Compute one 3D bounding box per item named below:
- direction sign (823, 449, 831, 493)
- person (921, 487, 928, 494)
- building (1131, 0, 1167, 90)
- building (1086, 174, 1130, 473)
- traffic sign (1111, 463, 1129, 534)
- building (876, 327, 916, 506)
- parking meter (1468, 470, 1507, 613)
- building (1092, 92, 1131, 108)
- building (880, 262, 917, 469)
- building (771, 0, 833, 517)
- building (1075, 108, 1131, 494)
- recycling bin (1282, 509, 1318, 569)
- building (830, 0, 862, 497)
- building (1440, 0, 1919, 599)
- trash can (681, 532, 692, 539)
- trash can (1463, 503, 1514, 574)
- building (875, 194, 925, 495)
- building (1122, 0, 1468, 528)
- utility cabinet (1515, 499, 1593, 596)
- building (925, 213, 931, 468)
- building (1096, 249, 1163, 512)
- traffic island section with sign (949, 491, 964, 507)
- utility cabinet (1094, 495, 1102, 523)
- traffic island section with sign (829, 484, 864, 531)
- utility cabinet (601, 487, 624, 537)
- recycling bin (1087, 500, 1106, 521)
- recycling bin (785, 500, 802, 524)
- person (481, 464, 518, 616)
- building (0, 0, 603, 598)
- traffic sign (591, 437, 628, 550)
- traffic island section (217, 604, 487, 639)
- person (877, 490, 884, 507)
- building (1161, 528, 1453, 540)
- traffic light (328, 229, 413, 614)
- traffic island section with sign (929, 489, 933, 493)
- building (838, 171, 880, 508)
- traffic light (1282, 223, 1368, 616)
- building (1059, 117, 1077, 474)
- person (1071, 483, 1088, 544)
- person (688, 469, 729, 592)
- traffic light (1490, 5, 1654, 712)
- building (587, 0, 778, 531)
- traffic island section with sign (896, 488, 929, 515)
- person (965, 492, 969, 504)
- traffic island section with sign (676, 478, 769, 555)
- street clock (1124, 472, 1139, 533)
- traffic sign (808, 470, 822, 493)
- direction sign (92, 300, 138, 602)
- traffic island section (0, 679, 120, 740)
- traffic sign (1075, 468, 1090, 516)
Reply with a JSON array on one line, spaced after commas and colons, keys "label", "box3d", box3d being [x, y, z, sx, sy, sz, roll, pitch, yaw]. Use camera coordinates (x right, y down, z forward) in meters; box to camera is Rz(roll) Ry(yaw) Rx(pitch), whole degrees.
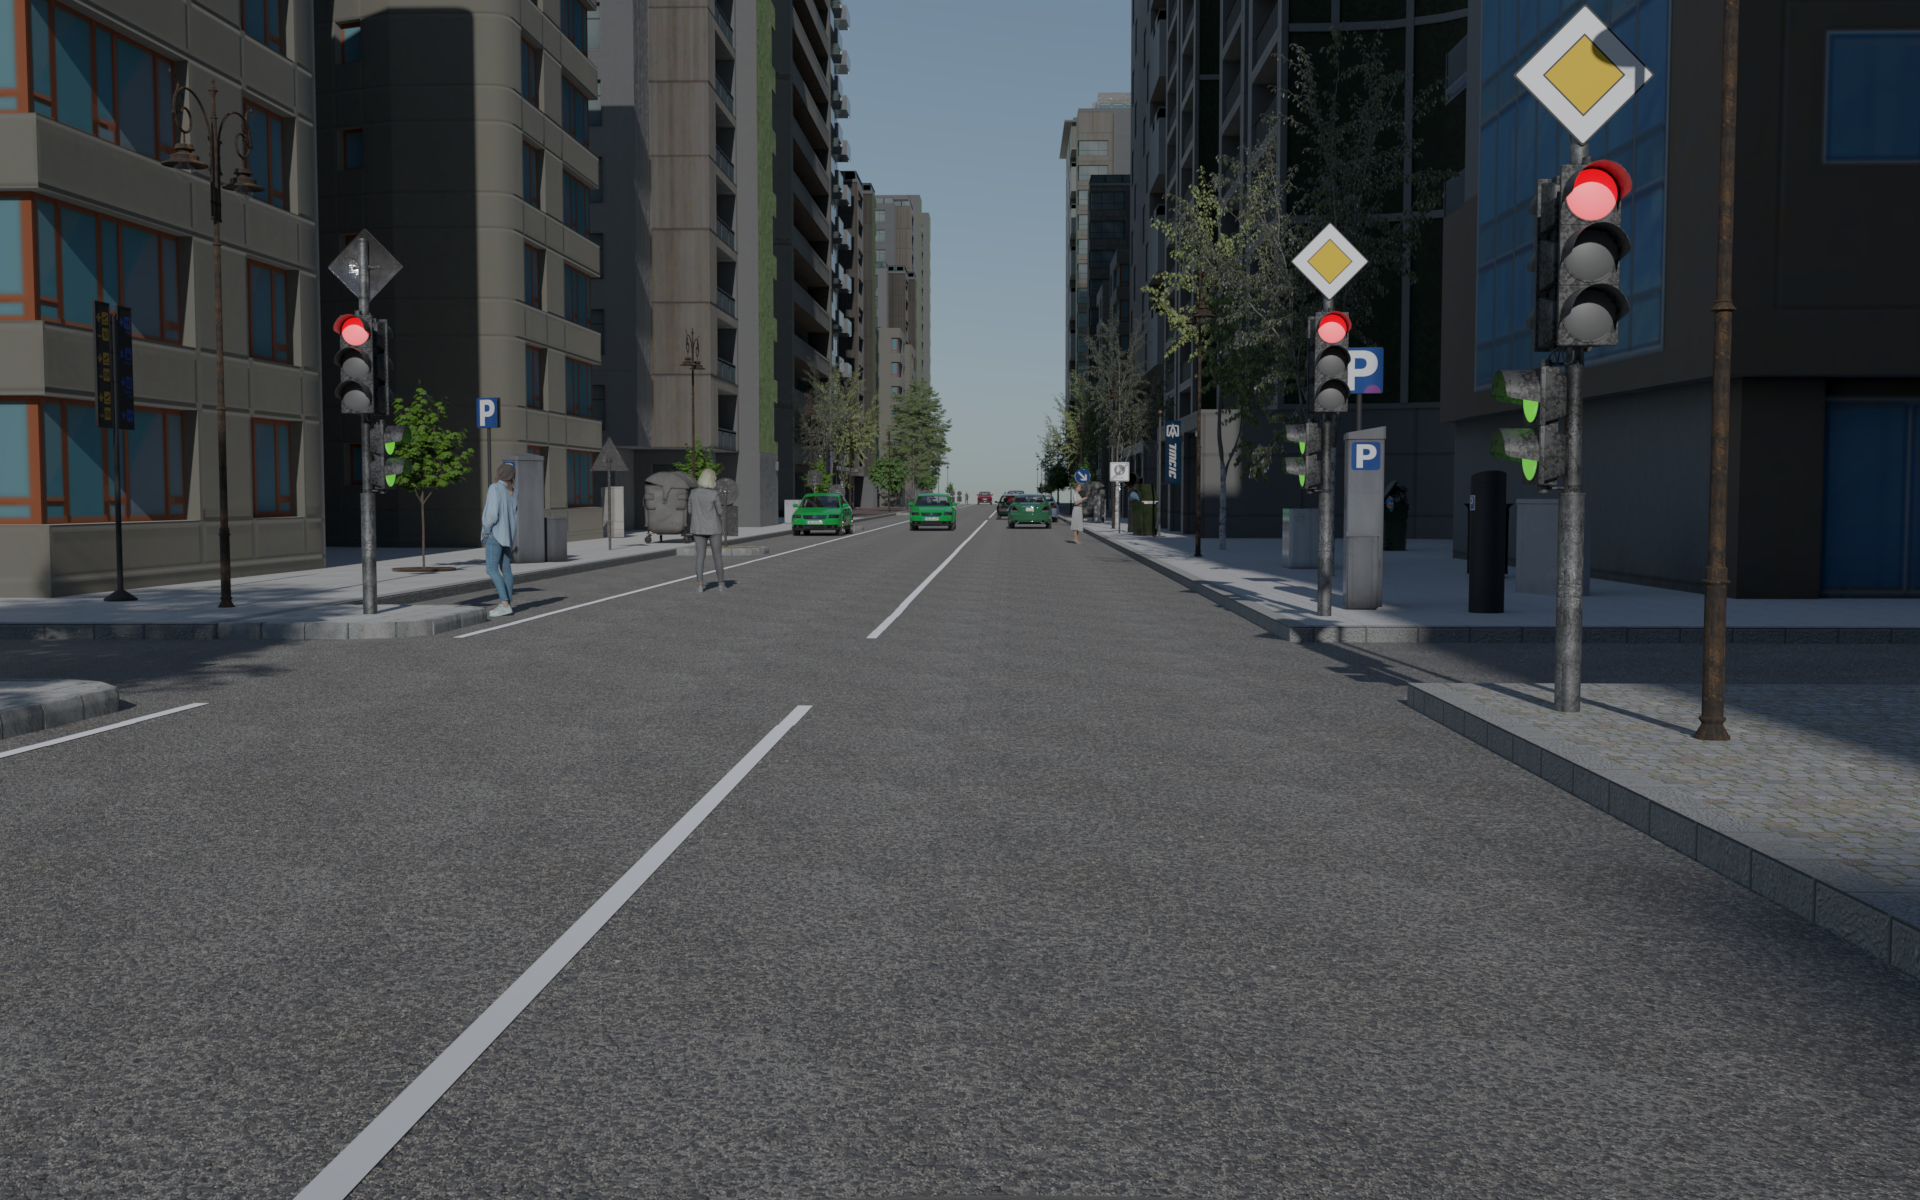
[{"label": "direction sign", "box3d": [-6.728, -5.847, 87.593, 0.379, 3.537, 0.876, 1, 4, 18]}, {"label": "person", "box3d": [-1.685, -4.528, 82.874, 0.623, 1.781, 0.721, -2, 4, -27]}, {"label": "building", "box3d": [24.869, -31.682, 107.241, 28.713, 52.752, 27.495, 0, 4, 2]}, {"label": "building", "box3d": [18.592, -23.682, 158.898, 14.160, 30.474, 14.107, 0, 4, 2]}, {"label": "traffic sign", "box3d": [5.141, -3.284, 55.827, 0.606, 2.300, 0.079, 0, 4, 8]}, {"label": "building", "box3d": [-19.614, -21.415, 195.181, 27.650, 21.520, 28.899, 0, 4, 2]}, {"label": "parking meter", "box3d": [5.705, -0.631, 18.734, 0.372, 1.533, 0.369, 0, 3, 0]}, {"label": "building", "box3d": [25.490, -36.047, 208.980, 23.786, 49.044, 30.456, 0, 4, 2]}, {"label": "building", "box3d": [-12.775, -27.198, 216.394, 14.160, 30.474, 14.107, 0, 4, 2]}, {"label": "building", "box3d": [-19.535, -29.434, 104.948, 21.300, 48.544, 21.600, 0, 4, 2]}, {"label": "building", "box3d": [19.432, -30.771, 186.702, 14.154, 41.232, 14.086, 0, 4, 2]}, {"label": "recycling bin", "box3d": [6.007, -1.068, 30.013, 0.722, 1.027, 0.722, 0, 4, 0]}, {"label": "building", "box3d": [-20.127, -31.323, 131.747, 23.786, 49.044, 30.456, 0, 4, 2]}, {"label": "building", "box3d": [16.374, -22.996, 26.103, 14.200, 45.320, 14.600, 0, 4, 2]}, {"label": "trash can", "box3d": [-7.768, -2.350, 50.078, 0.748, 1.137, 0.748, 0, 3, 0]}, {"label": "trash can", "box3d": [8.095, -0.912, 26.560, 0.748, 1.137, 0.748, 0, 3, 0]}, {"label": "building", "box3d": [-12.421, -33.437, 230.285, 14.154, 41.232, 14.086, 0, 4, 2]}, {"label": "building", "box3d": [18.683, -39.325, 81.209, 20.563, 71.187, 20.611, 0, 4, 2]}, {"label": "utility cabinet", "box3d": [7.598, -0.674, 22.182, 0.306, 1.237, 1.020, -2, 4, -26]}, {"label": "building", "box3d": [-11.468, -34.324, 244.790, 14.154, 41.232, 14.086, 0, 4, 2]}, {"label": "building", "box3d": [25.287, -17.817, 136.339, 27.650, 21.520, 28.899, 0, 4, 2]}, {"label": "traffic island section with sign", "box3d": [-0.816, -11.739, 200.562, 1.989, 1.847, 2.006, 0, 4, 2]}, {"label": "utility cabinet", "box3d": [6.116, -4.014, 76.792, 0.306, 1.237, 1.020, 1, 4, 10]}, {"label": "traffic island section with sign", "box3d": [-4.825, -3.655, 68.380, 1.989, 1.847, 2.006, 0, 4, 2]}, {"label": "utility cabinet", "box3d": [-10.243, -2.587, 50.972, 0.318, 1.500, 1.173, -2, 4, -30]}, {"label": "recycling bin", "box3d": [6.509, -4.286, 82.636, 0.722, 1.027, 0.722, -1, 4, -15]}, {"label": "recycling bin", "box3d": [-6.993, -3.747, 73.824, 0.722, 1.027, 0.722, 2, 4, 32]}, {"label": "person", "box3d": [-5.431, -0.720, 20.539, 0.793, 1.790, 0.793, -1, 4, -16]}, {"label": "building", "box3d": [-24.597, -11.652, 35.557, 27.650, 21.520, 28.899, 0, 4, 2]}, {"label": "traffic sign", "box3d": [-7.998, -2.416, 39.512, 0.884, 2.594, 0.081, 0, 4, 6]}, {"label": "traffic island section", "box3d": [-6.331, 0.229, 18.542, 2.009, 0.180, 2.903, 0, 4, 2]}, {"label": "person", "box3d": [-8.250, -10.117, 173.548, 1.348, 1.869, 0.705, -1, 4, -23]}, {"label": "building", "box3d": [17.268, -37.558, 52.323, 20.563, 71.187, 20.611, 0, 4, 2]}, {"label": "traffic light", "box3d": [-6.291, -1.803, 18.406, 0.839, 4.253, 0.868, 0, 4, 2]}, {"label": "traffic island section with sign", "box3d": [-2.492, -8.344, 145.050, 1.989, 1.847, 2.006, 0, 4, 2]}, {"label": "building", "box3d": [-14.973, -23.407, 154.408, 14.160, 30.474, 14.107, 0, 4, 2]}, {"label": "traffic light", "box3d": [3.816, -1.786, 18.116, 0.839, 4.253, 0.868, 0, 4, 2]}, {"label": "building", "box3d": [28.281, -39.664, 237.739, 28.713, 52.752, 27.495, 0, 4, 2]}, {"label": "person", "box3d": [3.467, -2.503, 49.987, 0.524, 1.755, 0.480, 1, 4, 17]}, {"label": "person", "box3d": [-3.722, -1.027, 25.467, 0.537, 1.800, 0.526, 1, 4, 22]}, {"label": "traffic light", "box3d": [3.574, -1.297, 10.135, 0.839, 4.253, 0.868, 0, 4, 2]}, {"label": "building", "box3d": [-14.777, -23.273, 64.109, 14.154, 41.232, 14.086, 0, 4, 2]}, {"label": "traffic island section with sign", "box3d": [-3.321, -6.696, 118.108, 1.989, 1.847, 2.006, 0, 4, 2]}, {"label": "person", "box3d": [0.965, -14.064, 238.983, 0.617, 1.759, 0.750, -1, 4, -16]}, {"label": "traffic island section with sign", "box3d": [-5.630, -2.007, 41.436, 1.989, 1.847, 2.006, 0, 4, 2]}, {"label": "street clock", "box3d": [5.673, -3.233, 57.435, 0.471, 2.002, 0.358, 1, 4, 23]}, {"label": "traffic sign", "box3d": [-6.287, -4.462, 75.088, 0.606, 2.300, 0.079, 0, 4, 4]}, {"label": "direction sign", "box3d": [-10.097, -1.757, 20.730, 0.379, 3.537, 0.876, 0, 4, 1]}, {"label": "traffic island section", "box3d": [-6.573, 0.717, 10.561, 2.009, 0.180, 2.903, 0, 4, 2]}, {"label": "traffic sign", "box3d": [6.082, -5.256, 86.041, 0.768, 2.556, 0.104, 0, 4, 3]}]
